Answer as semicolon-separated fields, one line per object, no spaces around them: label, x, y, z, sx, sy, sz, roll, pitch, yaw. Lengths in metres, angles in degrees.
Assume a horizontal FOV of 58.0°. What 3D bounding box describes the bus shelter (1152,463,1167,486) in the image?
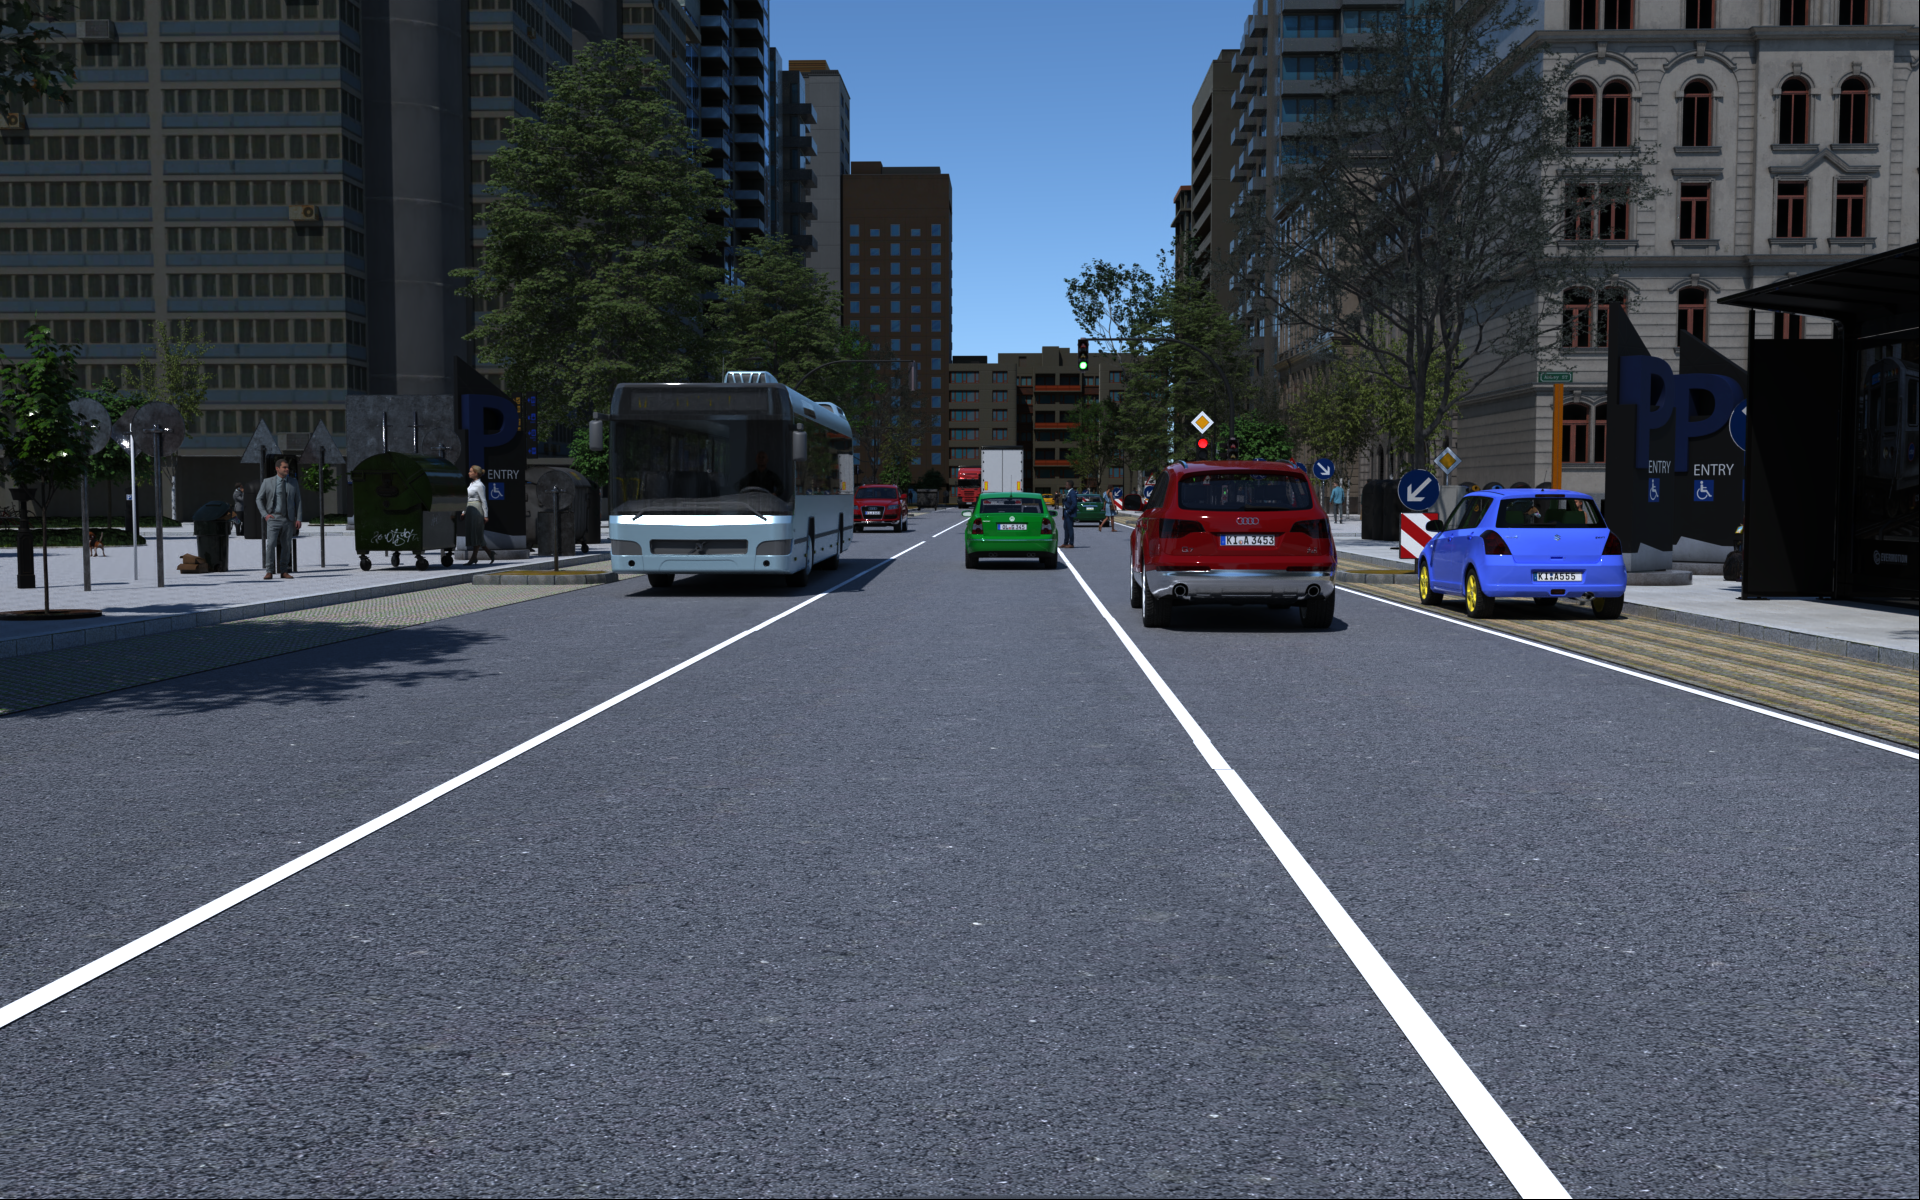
bus shelter;13.572;-7.329;113.759;2.014;3.302;5.546;0;4;2

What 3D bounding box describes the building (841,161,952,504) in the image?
building;-8.321;-35.830;235.934;14.200;45.320;14.600;0;4;2

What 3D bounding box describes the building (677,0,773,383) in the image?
building;-27.274;-51.150;148.970;22.319;86.520;31.000;0;4;2

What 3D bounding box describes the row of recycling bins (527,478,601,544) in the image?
row of recycling bins;-10.691;-2.238;43.704;1.069;1.692;3.534;3;5;43

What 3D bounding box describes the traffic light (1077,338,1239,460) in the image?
traffic light;5.788;-4.632;50.397;4.771;5.953;1.251;0;4;2

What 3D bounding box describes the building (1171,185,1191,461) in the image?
building;42.168;-35.612;236.884;28.867;44.769;22.147;0;4;2

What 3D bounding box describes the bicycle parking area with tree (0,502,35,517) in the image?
bicycle parking area with tree;-43.115;-5.153;71.254;9.016;4.147;8.231;-2;4;-27

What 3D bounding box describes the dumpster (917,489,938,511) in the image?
dumpster;-2.822;-8.678;150.107;1.865;1.857;1.264;0;4;3

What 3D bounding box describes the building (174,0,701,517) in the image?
building;-32.111;-26.162;119.631;32.217;40.220;23.993;0;4;2

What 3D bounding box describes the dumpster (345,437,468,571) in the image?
dumpster;-9.445;-1.658;29.598;1.502;2.255;1.985;0;4;2

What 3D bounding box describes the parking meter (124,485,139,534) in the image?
parking meter;-24.376;-2.603;50.974;0.372;1.533;0.369;0;3;0

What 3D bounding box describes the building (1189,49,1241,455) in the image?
building;36.509;-34.394;186.036;21.300;48.544;21.600;0;4;2

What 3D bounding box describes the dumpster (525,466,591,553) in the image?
dumpster;-8.686;-1.906;36.928;1.264;1.857;1.865;0;4;2

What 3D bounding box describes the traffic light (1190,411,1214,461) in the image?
traffic light;8.141;-4.253;58.452;0.839;4.253;0.868;0;4;2

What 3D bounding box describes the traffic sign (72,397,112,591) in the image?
traffic sign;-11.540;-1.390;22.829;0.768;2.556;0.104;0;4;7

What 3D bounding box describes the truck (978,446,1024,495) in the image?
truck;2.529;-7.163;106.025;2.839;4.237;11.283;0;4;1

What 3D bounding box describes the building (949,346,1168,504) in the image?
building;13.432;-24.316;242.603;28.899;21.520;27.650;0;4;2

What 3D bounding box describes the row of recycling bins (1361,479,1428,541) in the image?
row of recycling bins;12.027;-2.484;47.728;1.069;1.692;3.534;-1;4;-9

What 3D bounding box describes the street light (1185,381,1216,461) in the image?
street light;9.976;-6.056;71.562;1.470;5.913;1.316;0;4;2

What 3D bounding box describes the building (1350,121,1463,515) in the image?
building;30.200;-15.501;95.234;13.314;21.916;24.055;0;4;2

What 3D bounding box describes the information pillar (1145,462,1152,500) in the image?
information pillar;11.738;-7.135;108.018;0.504;3.616;0.183;2;4;24

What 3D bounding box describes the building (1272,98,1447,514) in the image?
building;29.602;-19.764;120.398;12.463;27.353;25.104;0;4;2

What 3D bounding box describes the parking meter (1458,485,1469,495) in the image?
parking meter;14.072;-2.455;48.557;0.372;1.533;0.369;0;3;0

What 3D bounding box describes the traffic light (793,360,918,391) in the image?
traffic light;-3.820;-5.149;58.858;4.771;5.953;1.251;0;4;2

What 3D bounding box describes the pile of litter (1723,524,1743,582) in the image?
pile of litter;11.989;-0.720;25.738;1.719;0.858;1.176;-3;4;-37

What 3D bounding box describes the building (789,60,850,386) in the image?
building;-29.424;-42.633;239.043;28.212;58.520;21.231;0;4;2

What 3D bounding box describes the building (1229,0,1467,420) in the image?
building;37.009;-33.033;159.703;23.786;49.044;30.456;0;4;2

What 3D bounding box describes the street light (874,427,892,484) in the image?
street light;-5.410;-9.058;120.637;1.470;5.913;1.316;0;4;2

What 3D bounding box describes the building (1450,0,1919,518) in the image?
building;34.556;-17.610;75.310;23.554;28.519;14.401;0;4;2

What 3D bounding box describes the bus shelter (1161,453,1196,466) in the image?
bus shelter;12.832;-6.727;101.262;1.731;3.624;6.357;0;4;2

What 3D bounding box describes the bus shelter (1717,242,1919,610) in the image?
bus shelter;9.863;-1.626;17.863;1.731;3.624;6.357;0;4;2

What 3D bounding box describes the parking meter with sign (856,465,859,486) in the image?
parking meter with sign;-6.966;-6.577;103.789;1.738;3.016;0.543;0;4;7

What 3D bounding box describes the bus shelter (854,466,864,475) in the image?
bus shelter;-7.936;-7.778;121.087;2.014;3.302;5.546;0;4;2

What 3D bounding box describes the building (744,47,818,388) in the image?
building;-31.060;-34.694;186.859;30.456;49.044;23.786;0;4;2

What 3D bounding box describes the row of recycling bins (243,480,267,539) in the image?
row of recycling bins;-20.325;-2.669;50.750;1.069;1.692;3.534;-1;4;-13

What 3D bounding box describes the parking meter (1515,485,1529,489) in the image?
parking meter;16.217;-2.544;50.008;0.372;1.533;0.369;0;3;0

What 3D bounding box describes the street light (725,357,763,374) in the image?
street light;-7.388;-5.280;58.877;1.470;5.913;1.316;0;4;2

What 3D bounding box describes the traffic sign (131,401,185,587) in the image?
traffic sign;-11.004;-1.448;23.774;0.768;2.556;0.104;0;4;4

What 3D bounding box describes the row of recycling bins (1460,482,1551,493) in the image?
row of recycling bins;18.589;-3.169;58.933;3.534;1.692;1.069;0;4;1

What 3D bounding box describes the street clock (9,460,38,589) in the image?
street clock;-12.713;-1.159;23.526;0.358;2.002;0.471;-3;5;-39

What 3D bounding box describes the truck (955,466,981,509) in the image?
truck;1.208;-11.298;173.642;2.839;4.237;11.283;0;4;4

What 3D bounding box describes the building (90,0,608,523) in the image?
building;-33.102;-24.181;87.233;32.217;40.220;23.993;0;4;2

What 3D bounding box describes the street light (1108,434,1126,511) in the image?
street light;12.071;-9.845;133.511;1.470;5.913;1.316;0;4;2
